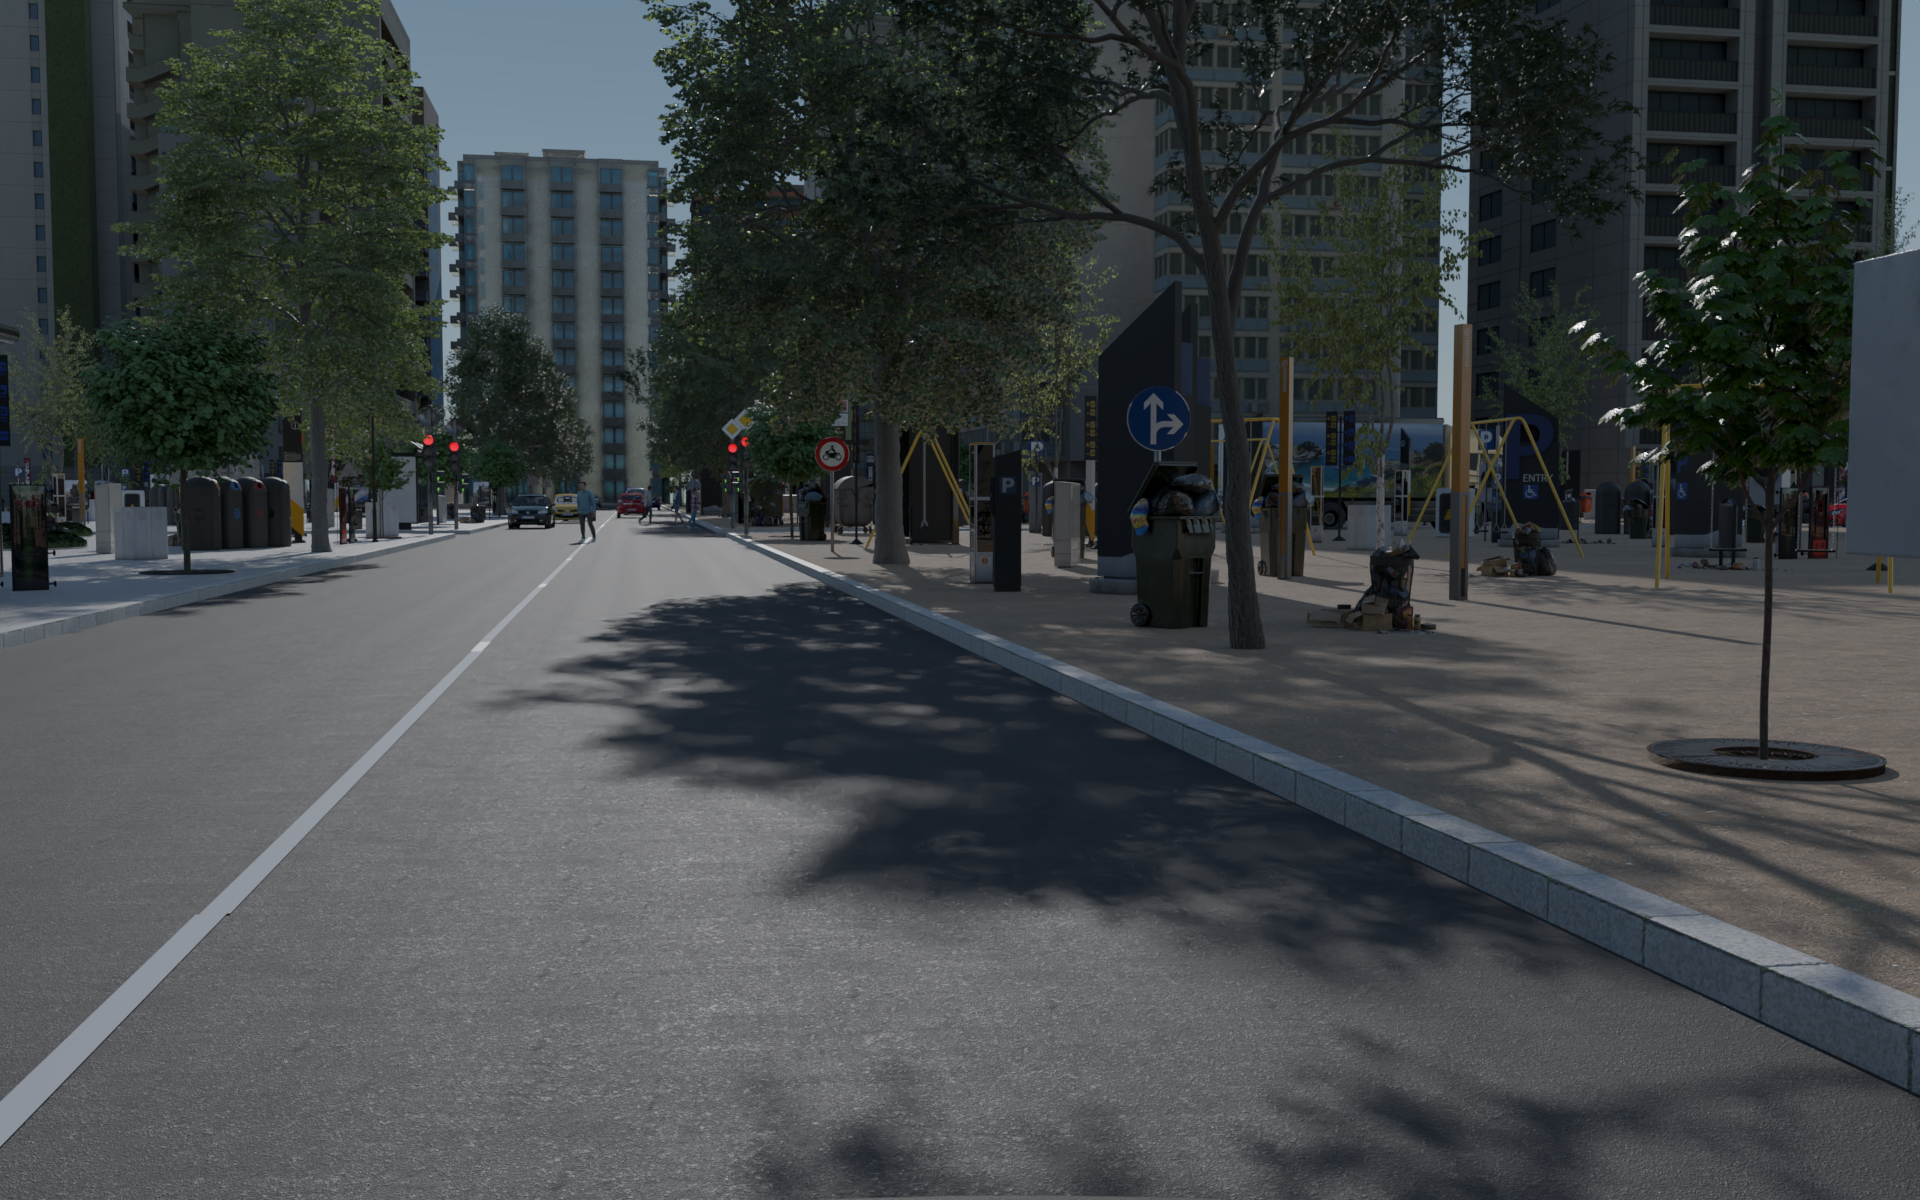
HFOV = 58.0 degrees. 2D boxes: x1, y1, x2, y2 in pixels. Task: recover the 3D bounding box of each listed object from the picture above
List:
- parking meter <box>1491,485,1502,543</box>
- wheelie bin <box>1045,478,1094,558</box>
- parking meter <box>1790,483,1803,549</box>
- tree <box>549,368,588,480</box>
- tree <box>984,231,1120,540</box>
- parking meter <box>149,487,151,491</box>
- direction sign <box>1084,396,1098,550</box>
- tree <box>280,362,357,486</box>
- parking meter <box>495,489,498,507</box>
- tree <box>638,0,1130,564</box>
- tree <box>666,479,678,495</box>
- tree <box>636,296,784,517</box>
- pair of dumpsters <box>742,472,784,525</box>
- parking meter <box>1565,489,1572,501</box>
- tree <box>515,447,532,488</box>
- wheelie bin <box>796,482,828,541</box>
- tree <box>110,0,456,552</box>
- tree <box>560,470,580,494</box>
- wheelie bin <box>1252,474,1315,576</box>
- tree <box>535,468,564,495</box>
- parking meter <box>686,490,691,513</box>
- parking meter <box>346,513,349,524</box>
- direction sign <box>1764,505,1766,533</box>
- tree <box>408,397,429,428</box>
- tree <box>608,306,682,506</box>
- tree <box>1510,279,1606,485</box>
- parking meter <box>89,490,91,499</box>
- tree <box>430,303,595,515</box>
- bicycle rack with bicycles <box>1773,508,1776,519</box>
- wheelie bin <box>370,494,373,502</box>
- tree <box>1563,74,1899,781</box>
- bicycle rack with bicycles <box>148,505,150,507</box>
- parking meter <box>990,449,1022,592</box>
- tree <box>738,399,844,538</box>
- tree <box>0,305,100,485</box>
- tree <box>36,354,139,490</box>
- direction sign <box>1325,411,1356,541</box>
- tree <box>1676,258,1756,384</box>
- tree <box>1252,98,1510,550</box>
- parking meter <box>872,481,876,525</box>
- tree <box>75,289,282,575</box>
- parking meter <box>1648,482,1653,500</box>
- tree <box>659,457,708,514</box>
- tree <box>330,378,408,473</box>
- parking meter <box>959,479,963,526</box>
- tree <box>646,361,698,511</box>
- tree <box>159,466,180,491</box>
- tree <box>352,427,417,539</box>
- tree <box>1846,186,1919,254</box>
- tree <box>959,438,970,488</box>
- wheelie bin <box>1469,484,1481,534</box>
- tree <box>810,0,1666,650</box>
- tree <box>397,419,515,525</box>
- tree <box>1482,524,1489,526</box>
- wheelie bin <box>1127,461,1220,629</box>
[{"bbox_3d":[14.180,-2.271,45.537,0.372,1.533,0.369,0,3,0],"label":"parking meter"},{"bbox_3d":[2.220,-1.643,34.775,0.980,1.594,0.693,0,4,-7],"label":"wheelie bin"},{"bbox_3d":[19.430,-1.956,40.386,0.372,1.533,0.369,0,3,0],"label":"parking meter"},{"bbox_3d":[-36.542,-14.313,152.146,7.486,12.596,7.792,0,3,0],"label":"tree"},{"bbox_3d":[2.454,-5.996,48.403,4.360,8.622,3.978,0,3,0],"label":"tree"},{"bbox_3d":[-59.251,-7.420,127.027,0.255,1.863,0.399,1,4,15],"label":"parking meter"},{"bbox_3d":[3.214,-2.943,40.121,0.876,3.537,0.379,-3,4,-38],"label":"direction sign"},{"bbox_3d":[-36.335,-9.003,97.556,4.737,8.622,4.395,0,3,0],"label":"tree"},{"bbox_3d":[-35.494,-7.795,133.159,0.399,1.863,0.255,-2,4,-28],"label":"parking meter"},{"bbox_3d":[-1.268,-7.637,31.524,9.857,13.997,8.962,0,3,0],"label":"tree"},{"bbox_3d":[-33.541,-12.730,202.734,1.663,3.219,1.824,0,3,0],"label":"tree"},{"bbox_3d":[-13.155,-10.977,96.484,9.611,12.733,9.660,0,3,0],"label":"tree"},{"bbox_3d":[-8.193,-4.281,72.490,1.574,2.255,4.437,-1,4,-11],"label":"pair of dumpsters"},{"bbox_3d":[30.862,-4.861,87.882,0.372,1.533,0.369,0,3,0],"label":"parking meter"},{"bbox_3d":[-24.865,-6.722,93.626,4.285,4.588,4.351,0,3,0],"label":"tree"},{"bbox_3d":[-4.051,-2.414,47.373,0.693,1.594,0.980,-3,4,-38],"label":"wheelie bin"},{"bbox_3d":[-14.385,-7.309,37.624,7.486,12.596,7.792,0,3,0],"label":"tree"},{"bbox_3d":[-45.755,-15.422,202.504,4.360,8.622,3.978,0,3,0],"label":"tree"},{"bbox_3d":[5.089,-1.176,27.128,0.980,1.594,0.693,-1,4,-9],"label":"wheelie bin"},{"bbox_3d":[-34.439,-11.824,143.678,4.737,8.622,4.395,0,3,0],"label":"tree"},{"bbox_3d":[-18.287,-6.620,116.648,0.372,1.533,0.369,0,3,0],"label":"parking meter"},{"bbox_3d":[-26.736,-4.097,75.402,0.372,1.533,0.369,0,3,0],"label":"parking meter"},{"bbox_3d":[26.455,-3.962,56.773,0.379,3.537,0.876,-1,4,-17],"label":"direction sign"},{"bbox_3d":[-41.507,-11.003,130.264,4.360,8.622,3.978,0,3,0],"label":"tree"},{"bbox_3d":[-29.524,-19.629,176.817,12.611,20.169,13.585,0,3,0],"label":"tree"},{"bbox_3d":[19.911,-6.624,58.666,4.737,8.622,4.395,0,3,0],"label":"tree"},{"bbox_3d":[-48.417,-5.386,96.466,0.372,1.533,0.369,0,3,0],"label":"parking meter"},{"bbox_3d":[-27.540,-11.439,104.043,9.611,12.733,9.660,0,3,0],"label":"tree"},{"bbox_3d":[40.774,-4.329,84.166,2.925,0.926,2.852,-2,4,-23],"label":"bicycle rack with bicycles"},{"bbox_3d":[-24.716,-3.995,73.219,0.980,1.594,0.693,-2,4,-24],"label":"wheelie bin"},{"bbox_3d":[3.688,-0.828,8.147,1.663,3.219,1.824,0,3,0],"label":"tree"},{"bbox_3d":[-57.408,-6.773,124.128,2.852,0.926,2.925,-3,5,-43],"label":"bicycle rack with bicycles"},{"bbox_3d":[0.602,-1.045,22.789,0.399,1.863,0.255,0,4,-5],"label":"parking meter"},{"bbox_3d":[-4.985,-4.162,51.767,4.285,4.588,4.351,0,3,0],"label":"tree"},{"bbox_3d":[-34.937,-7.104,66.513,4.360,8.622,3.978,0,3,0],"label":"tree"},{"bbox_3d":[-46.669,-8.671,92.135,4.737,8.622,4.395,0,3,0],"label":"tree"},{"bbox_3d":[10.393,-3.386,47.364,0.876,3.537,0.379,3,5,40],"label":"direction sign"},{"bbox_3d":[22.430,-6.088,49.909,4.737,8.622,4.395,0,3,0],"label":"tree"},{"bbox_3d":[7.514,-4.978,31.755,4.737,8.622,4.395,0,3,0],"label":"tree"},{"bbox_3d":[-3.468,-4.069,72.232,0.399,1.863,0.255,1,4,15],"label":"parking meter"},{"bbox_3d":[-12.563,-2.713,28.072,4.285,4.588,4.351,0,3,0],"label":"tree"},{"bbox_3d":[34.130,-4.875,85.410,0.399,1.863,0.255,1,4,21],"label":"parking meter"},{"bbox_3d":[-16.800,-9.879,111.880,4.737,8.622,4.395,0,3,0],"label":"tree"},{"bbox_3d":[-37.337,-9.577,106.939,4.360,8.622,3.978,0,3,0],"label":"tree"},{"bbox_3d":[-0.080,-3.883,69.192,0.255,1.863,0.399,3,5,41],"label":"parking meter"},{"bbox_3d":[-19.355,-12.874,128.619,7.486,12.596,7.792,0,3,0],"label":"tree"},{"bbox_3d":[-22.040,-3.382,49.901,1.663,3.219,1.824,0,3,0],"label":"tree"},{"bbox_3d":[-16.599,-3.374,49.764,1.663,3.219,1.824,0,3,0],"label":"tree"},{"bbox_3d":[22.694,-5.560,41.275,4.360,8.622,3.978,0,3,0],"label":"tree"},{"bbox_3d":[-0.895,-6.874,96.099,4.285,4.588,4.351,0,3,0],"label":"tree"},{"bbox_3d":[16.434,-2.933,55.856,0.980,1.594,0.693,-3,5,-40],"label":"wheelie bin"},{"bbox_3d":[2.197,-4.891,14.382,8.767,10.594,7.601,-3,4,-38],"label":"tree"},{"bbox_3d":[-21.527,-5.373,71.564,4.285,4.588,4.351,0,3,0],"label":"tree"},{"bbox_3d":[21.176,-4.657,70.737,1.663,3.219,1.824,0,3,0],"label":"tree"},{"bbox_3d":[2.097,-0.540,16.744,0.980,1.594,0.693,-3,5,-43],"label":"wheelie bin"}]
